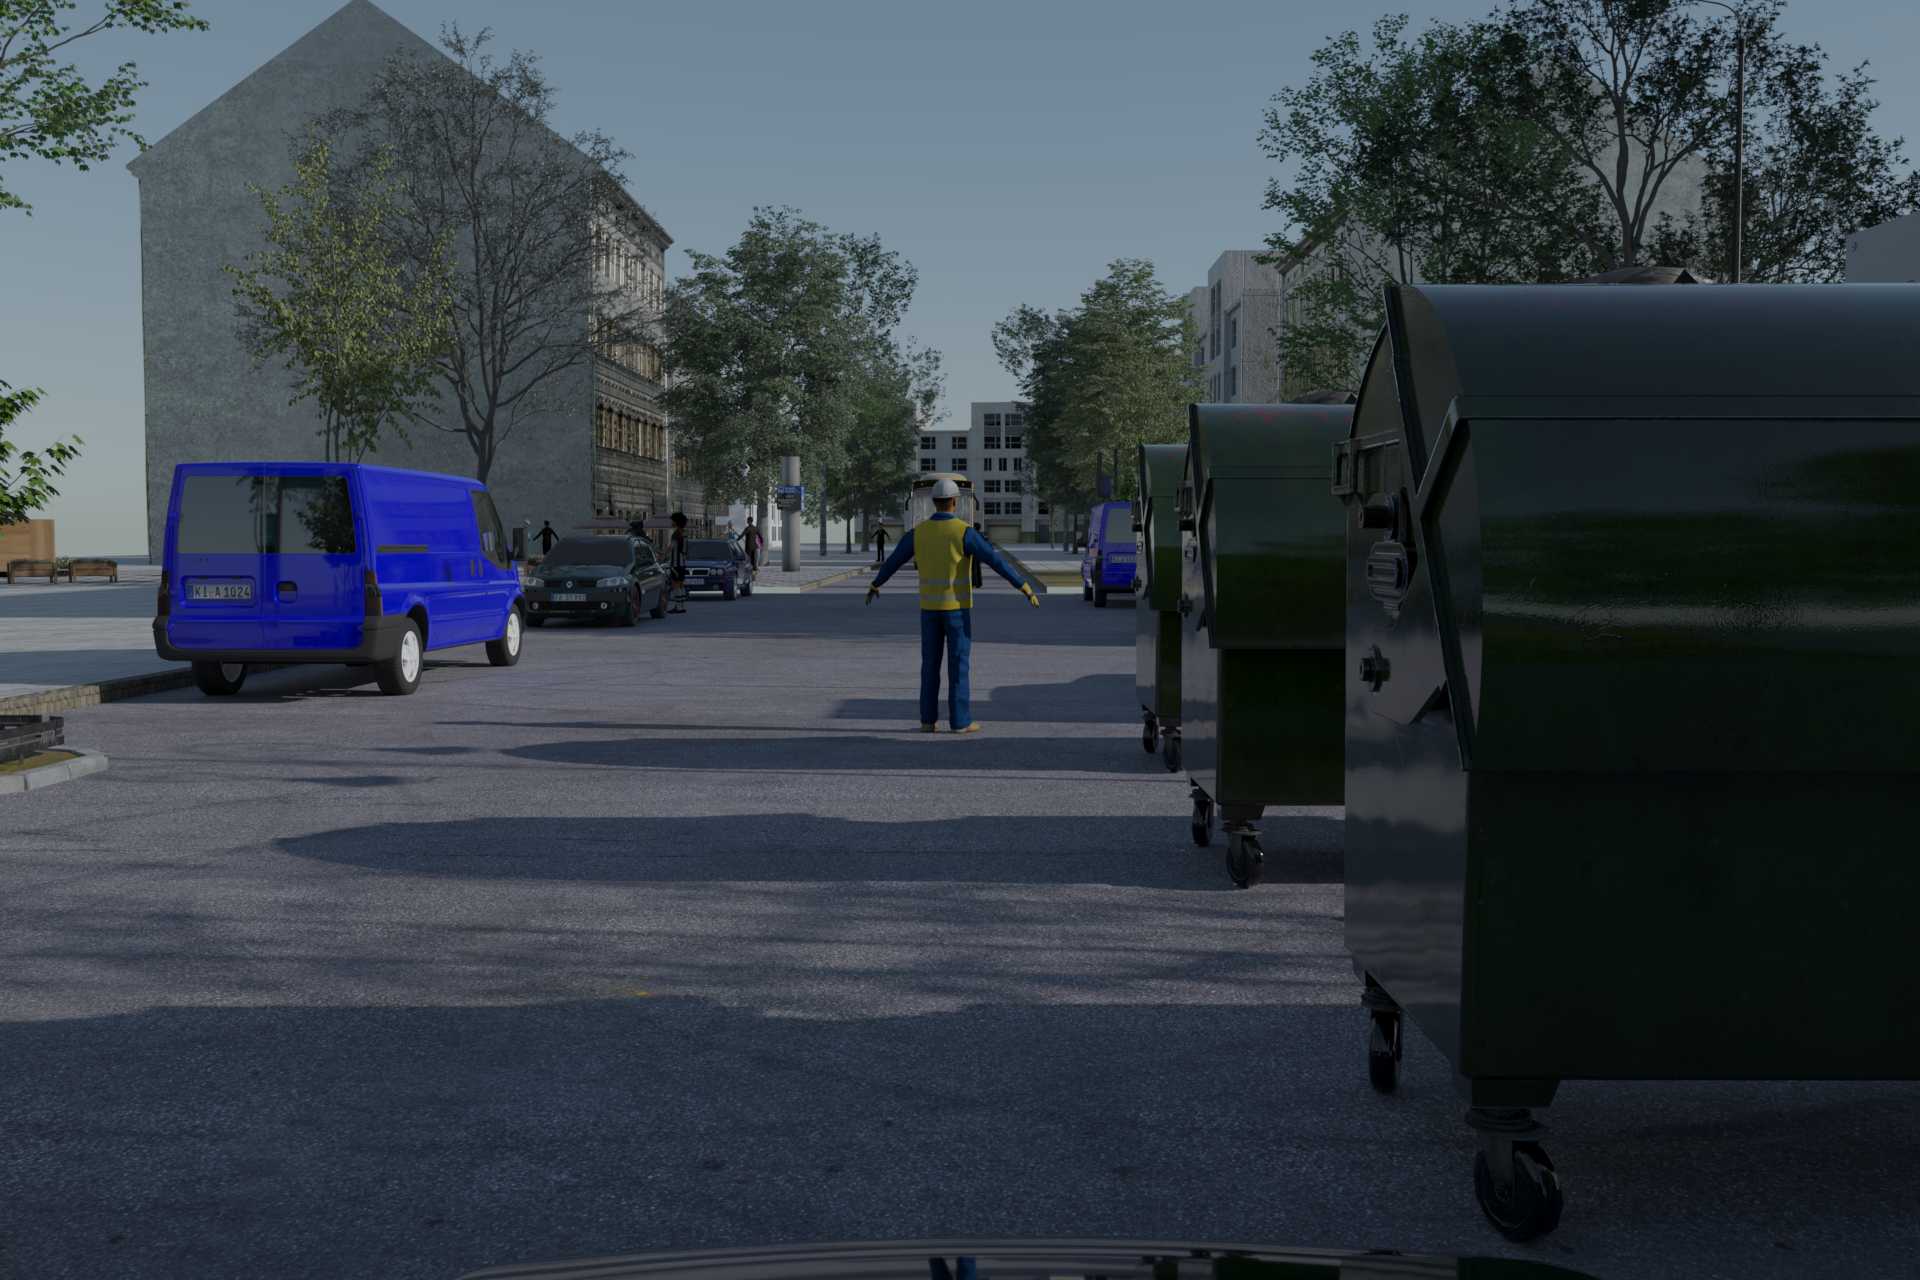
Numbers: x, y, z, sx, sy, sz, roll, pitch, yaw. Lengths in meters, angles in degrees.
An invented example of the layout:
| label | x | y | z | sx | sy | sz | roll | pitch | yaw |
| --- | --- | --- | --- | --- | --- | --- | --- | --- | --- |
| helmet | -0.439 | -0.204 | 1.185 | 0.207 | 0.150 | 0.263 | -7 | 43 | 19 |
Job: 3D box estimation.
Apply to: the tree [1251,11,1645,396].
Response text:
| label | x | y | z | sx | sy | sz | roll | pitch | yaw |
| --- | --- | --- | --- | --- | --- | --- | --- | --- | --- |
| tree | 9.566 | -6.624 | 34.061 | 9.928 | 11.665 | 9.643 | 0 | 3 | 0 |

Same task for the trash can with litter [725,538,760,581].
| label | x | y | z | sx | sy | sz | roll | pitch | yaw |
| --- | --- | --- | --- | --- | --- | --- | --- | --- | --- |
| trash can with litter | -6.036 | -2.218 | 47.644 | 1.055 | 1.170 | 0.624 | 0 | 4 | 1 |

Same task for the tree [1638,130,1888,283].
| label | x | y | z | sx | sy | sz | roll | pitch | yaw |
| --- | --- | --- | --- | --- | --- | --- | --- | --- | --- |
| tree | 24.144 | -8.647 | 51.742 | 12.009 | 13.543 | 11.850 | 0 | 3 | 0 |

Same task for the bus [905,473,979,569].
| label | x | y | z | sx | sy | sz | roll | pitch | yaw |
| --- | --- | --- | --- | --- | --- | --- | --- | --- | --- |
| bus | -0.657 | -5.012 | 73.497 | 2.896 | 3.916 | 12.252 | 0 | 4 | 0 |

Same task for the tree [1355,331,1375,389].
| label | x | y | z | sx | sy | sz | roll | pitch | yaw |
| --- | --- | --- | --- | --- | --- | --- | --- | --- | --- |
| tree | 14.278 | -6.346 | 54.117 | 4.737 | 8.622 | 4.395 | 0 | 3 | 0 |

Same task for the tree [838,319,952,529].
| label | x | y | z | sx | sy | sz | roll | pitch | yaw |
| --- | --- | --- | --- | --- | --- | --- | --- | --- | --- |
| tree | -6.750 | -17.905 | 148.628 | 12.611 | 20.169 | 13.585 | 0 | 3 | 0 |

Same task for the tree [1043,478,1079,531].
| label | x | y | z | sx | sy | sz | roll | pitch | yaw |
| --- | --- | --- | --- | --- | --- | --- | --- | --- | --- |
| tree | 8.635 | -11.637 | 140.628 | 4.737 | 8.622 | 4.395 | 0 | 3 | 0 |

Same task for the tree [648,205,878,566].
| label | x | y | z | sx | sy | sz | roll | pitch | yaw |
| --- | --- | --- | --- | --- | --- | --- | --- | --- | --- |
| tree | -7.950 | -9.907 | 68.627 | 9.857 | 13.997 | 8.962 | 0 | 3 | 0 |

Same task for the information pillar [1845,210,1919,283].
| label | x | y | z | sx | sy | sz | roll | pitch | yaw |
| --- | --- | --- | --- | --- | --- | --- | --- | --- | --- |
| information pillar | 7.038 | -1.321 | 12.914 | 0.184 | 3.620 | 1.656 | 0 | 4 | 1 |

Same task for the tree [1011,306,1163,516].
| label | x | y | z | sx | sy | sz | roll | pitch | yaw |
| --- | --- | --- | --- | --- | --- | --- | --- | --- | --- |
| tree | 7.632 | -11.620 | 96.646 | 9.857 | 13.997 | 8.962 | 0 | 3 | 0 |

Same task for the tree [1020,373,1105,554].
| label | x | y | z | sx | sy | sz | roll | pitch | yaw |
| --- | --- | --- | --- | --- | --- | --- | --- | --- | --- |
| tree | 7.463 | -11.238 | 109.495 | 9.928 | 11.665 | 9.643 | 0 | 3 | 0 |

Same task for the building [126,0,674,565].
| label | x | y | z | sx | sy | sz | roll | pitch | yaw |
| --- | --- | --- | --- | --- | --- | --- | --- | --- | --- |
| building | -24.434 | -15.250 | 80.260 | 19.493 | 23.208 | 18.063 | 0 | 3 | 0 |

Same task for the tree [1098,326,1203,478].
| label | x | y | z | sx | sy | sz | roll | pitch | yaw |
| --- | --- | --- | --- | --- | --- | --- | --- | --- | --- |
| tree | 6.665 | -6.779 | 61.203 | 4.737 | 8.622 | 4.395 | 0 | 3 | 0 |

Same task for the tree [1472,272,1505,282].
| label | x | y | z | sx | sy | sz | roll | pitch | yaw |
| --- | --- | --- | --- | --- | --- | --- | --- | --- | --- |
| tree | 15.051 | -6.025 | 48.871 | 4.360 | 8.622 | 3.978 | 0 | 3 | 0 |

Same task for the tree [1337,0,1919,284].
| label | x | y | z | sx | sy | sz | roll | pitch | yaw |
| --- | --- | --- | --- | --- | --- | --- | --- | --- | --- |
| tree | 9.888 | -5.496 | 24.276 | 8.767 | 10.594 | 7.601 | 0 | 4 | -8 |

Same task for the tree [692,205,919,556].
| label | x | y | z | sx | sy | sz | roll | pitch | yaw |
| --- | --- | --- | --- | --- | --- | --- | --- | --- | --- |
| tree | -9.254 | -15.006 | 101.233 | 12.611 | 20.169 | 13.585 | 0 | 3 | 0 |

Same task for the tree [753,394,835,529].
| label | x | y | z | sx | sy | sz | roll | pitch | yaw |
| --- | --- | --- | --- | --- | --- | --- | --- | --- | --- |
| tree | -8.465 | -8.140 | 83.451 | 4.360 | 8.622 | 3.978 | 0 | 3 | 0 |

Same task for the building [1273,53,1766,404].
| label | x | y | z | sx | sy | sz | roll | pitch | yaw |
| --- | --- | --- | --- | --- | --- | --- | --- | --- | --- |
| building | 27.202 | -15.752 | 88.474 | 19.493 | 23.208 | 18.063 | 0 | 4 | 1 |

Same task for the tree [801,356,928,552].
| label | x | y | z | sx | sy | sz | roll | pitch | yaw |
| --- | --- | --- | --- | --- | --- | --- | --- | --- | --- |
| tree | -6.897 | -13.420 | 126.068 | 9.857 | 13.997 | 8.962 | 0 | 3 | 0 |

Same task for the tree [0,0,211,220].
| label | x | y | z | sx | sy | sz | roll | pitch | yaw |
| --- | --- | --- | --- | --- | --- | --- | --- | --- | --- |
| tree | -12.135 | -5.672 | 18.493 | 9.928 | 11.665 | 9.643 | 0 | 3 | 0 |

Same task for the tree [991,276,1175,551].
| label | x | y | z | sx | sy | sz | roll | pitch | yaw |
| --- | --- | --- | --- | --- | --- | --- | --- | --- | --- |
| tree | 9.051 | -16.543 | 126.362 | 12.611 | 20.169 | 13.585 | 0 | 3 | 0 |

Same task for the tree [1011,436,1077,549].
| label | x | y | z | sx | sy | sz | roll | pitch | yaw |
| --- | --- | --- | --- | --- | --- | --- | --- | --- | --- |
| tree | 8.087 | -13.092 | 148.474 | 8.767 | 10.594 | 7.601 | 1 | 4 | 20 |

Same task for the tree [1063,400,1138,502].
| label | x | y | z | sx | sy | sz | roll | pitch | yaw |
| --- | --- | --- | --- | --- | --- | --- | --- | --- | --- |
| tree | 7.401 | -8.228 | 84.893 | 4.737 | 8.622 | 4.395 | 0 | 3 | 0 |

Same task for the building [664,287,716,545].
| label | x | y | z | sx | sy | sz | roll | pitch | yaw |
| --- | --- | --- | --- | --- | --- | --- | --- | --- | --- |
| building | -27.603 | -17.658 | 119.638 | 19.493 | 23.208 | 18.063 | 0 | 4 | 0 |

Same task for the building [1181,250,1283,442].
| label | x | y | z | sx | sy | sz | roll | pitch | yaw |
| --- | --- | --- | --- | --- | --- | --- | --- | --- | --- |
| building | 24.983 | -15.293 | 116.506 | 16.747 | 18.905 | 31.486 | 0 | 4 | 1 |

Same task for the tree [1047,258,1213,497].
| label | x | y | z | sx | sy | sz | roll | pitch | yaw |
| --- | --- | --- | --- | --- | --- | --- | --- | --- | --- |
| tree | 6.964 | -9.419 | 72.134 | 7.486 | 12.596 | 7.792 | 0 | 3 | 0 |

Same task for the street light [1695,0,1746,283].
| label | x | y | z | sx | sy | sz | roll | pitch | yaw |
| --- | --- | --- | --- | --- | --- | --- | --- | --- | --- |
| street light | 7.156 | -2.584 | 14.796 | 1.470 | 5.913 | 1.316 | 0 | 4 | 0 |

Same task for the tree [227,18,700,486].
| label | x | y | z | sx | sy | sz | roll | pitch | yaw |
| --- | --- | --- | --- | --- | --- | --- | --- | --- | --- |
| tree | -11.457 | -8.006 | 41.270 | 12.009 | 13.543 | 11.850 | 0 | 3 | 0 |

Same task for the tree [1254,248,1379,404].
| label | x | y | z | sx | sy | sz | roll | pitch | yaw |
| --- | --- | --- | --- | --- | --- | --- | --- | --- | --- |
| tree | 9.436 | -5.784 | 44.927 | 4.360 | 8.622 | 3.978 | 0 | 3 | 0 |

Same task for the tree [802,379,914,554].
| label | x | y | z | sx | sy | sz | roll | pitch | yaw |
| --- | --- | --- | --- | --- | --- | --- | --- | --- | --- |
| tree | -7.181 | -11.498 | 113.750 | 9.928 | 11.665 | 9.643 | 0 | 3 | 0 |

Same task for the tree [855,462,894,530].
| label | x | y | z | sx | sy | sz | roll | pitch | yaw |
| --- | --- | --- | --- | --- | --- | --- | --- | --- | --- |
| tree | -7.520 | -11.350 | 135.935 | 4.360 | 8.622 | 3.978 | 0 | 3 | 0 |

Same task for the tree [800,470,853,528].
| label | x | y | z | sx | sy | sz | roll | pitch | yaw |
| --- | --- | --- | --- | --- | --- | --- | --- | --- | --- |
| tree | -18.187 | -19.363 | 234.706 | 7.486 | 12.596 | 7.792 | 0 | 3 | 0 |

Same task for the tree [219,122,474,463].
| label | x | y | z | sx | sy | sz | roll | pitch | yaw |
| --- | --- | --- | --- | --- | --- | --- | --- | --- | --- |
| tree | -11.312 | -5.000 | 32.111 | 4.737 | 8.622 | 4.395 | 0 | 3 | 0 |
